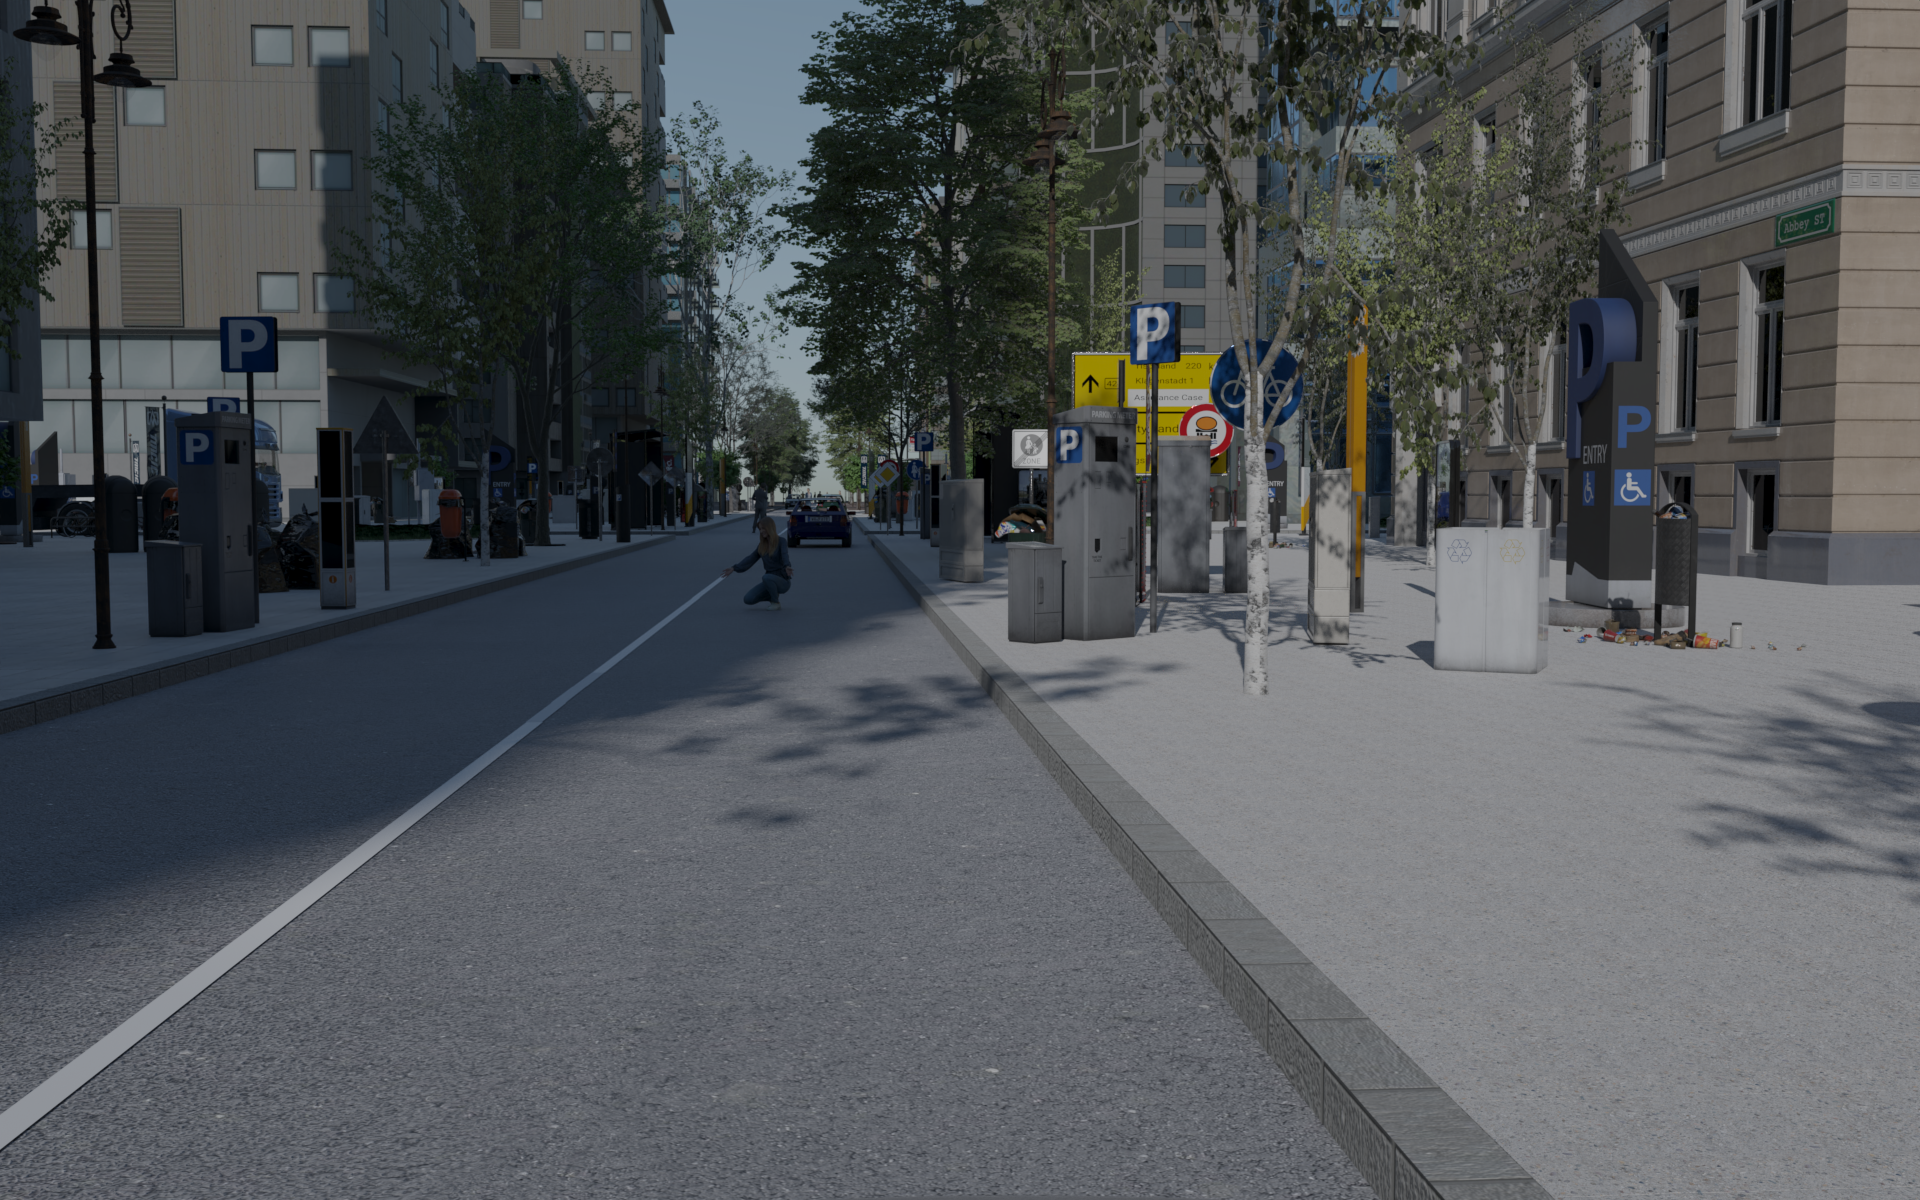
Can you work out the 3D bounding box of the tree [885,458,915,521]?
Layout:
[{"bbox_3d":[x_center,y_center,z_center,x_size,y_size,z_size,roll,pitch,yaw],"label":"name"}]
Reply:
[{"bbox_3d":[-2.804,-5.428,83.353,1.663,3.219,1.824,0,3,0],"label":"tree"}]

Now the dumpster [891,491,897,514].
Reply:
[{"bbox_3d":[-3.348,-5.202,90.804,1.264,1.857,1.865,0,4,-4],"label":"dumpster"}]

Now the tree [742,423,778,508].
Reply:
[{"bbox_3d":[-17.919,-12.779,159.292,4.360,8.622,3.978,0,3,0],"label":"tree"}]

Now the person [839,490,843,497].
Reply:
[{"bbox_3d":[-8.955,-7.310,129.028,0.512,1.701,0.522,1,4,18],"label":"person"}]

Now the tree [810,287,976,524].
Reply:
[{"bbox_3d":[-2.820,-8.591,74.868,8.767,10.594,7.601,1,4,21],"label":"tree"}]

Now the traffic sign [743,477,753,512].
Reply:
[{"bbox_3d":[-15.521,-7.746,126.745,0.768,2.556,0.104,0,4,5],"label":"traffic sign"}]

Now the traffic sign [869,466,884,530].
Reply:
[{"bbox_3d":[-2.832,-3.546,61.625,0.795,2.450,0.064,0,4,-4],"label":"traffic sign"}]

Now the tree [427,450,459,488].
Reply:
[{"bbox_3d":[-23.308,-5.029,76.822,1.663,3.219,1.824,0,3,0],"label":"tree"}]

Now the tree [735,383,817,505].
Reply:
[{"bbox_3d":[-21.727,-17.922,199.674,9.857,13.997,8.962,0,3,0],"label":"tree"}]

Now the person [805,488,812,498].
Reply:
[{"bbox_3d":[-9.833,-6.354,112.411,0.581,1.822,0.654,0,4,-3],"label":"person"}]

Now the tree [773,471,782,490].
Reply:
[{"bbox_3d":[-21.102,-12.489,187.909,4.285,4.588,4.351,0,3,0],"label":"tree"}]

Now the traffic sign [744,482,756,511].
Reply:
[{"bbox_3d":[-15.709,-7.932,129.696,0.884,2.594,0.081,0,4,2],"label":"traffic sign"}]

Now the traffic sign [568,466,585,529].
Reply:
[{"bbox_3d":[-13.886,-3.704,62.697,0.606,2.300,0.079,0,4,-4],"label":"traffic sign"}]

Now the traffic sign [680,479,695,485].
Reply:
[{"bbox_3d":[-15.206,-5.900,96.463,0.884,2.594,0.081,0,4,-1],"label":"traffic sign"}]

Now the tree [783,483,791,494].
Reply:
[{"bbox_3d":[-25.100,-15.359,245.715,1.663,3.219,1.824,0,3,0],"label":"tree"}]

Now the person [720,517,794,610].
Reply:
[{"bbox_3d":[-2.347,-0.452,21.389,1.012,1.151,0.738,3,4,39],"label":"person"}]

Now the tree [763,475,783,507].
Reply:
[{"bbox_3d":[-19.357,-11.110,176.243,1.663,3.219,1.824,0,3,0],"label":"tree"}]

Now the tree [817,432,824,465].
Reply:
[{"bbox_3d":[-25.807,-21.827,263.532,9.857,13.997,8.962,0,3,0],"label":"tree"}]

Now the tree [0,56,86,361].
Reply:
[{"bbox_3d":[-16.577,-4.786,28.614,4.737,8.622,4.395,0,3,0],"label":"tree"}]

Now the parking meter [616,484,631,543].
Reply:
[{"bbox_3d":[-8.920,-2.291,45.866,0.372,1.533,0.369,0,3,0],"label":"parking meter"}]

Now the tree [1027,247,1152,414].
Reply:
[{"bbox_3d":[3.960,-6.230,52.215,4.737,8.622,4.395,0,3,0],"label":"tree"}]

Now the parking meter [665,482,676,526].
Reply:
[{"bbox_3d":[-11.583,-3.890,69.308,0.399,1.863,0.255,0,4,-8],"label":"parking meter"}]

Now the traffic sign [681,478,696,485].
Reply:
[{"bbox_3d":[-15.947,-6.229,101.840,0.884,2.594,0.081,0,4,2],"label":"traffic sign"}]

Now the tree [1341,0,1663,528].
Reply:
[{"bbox_3d":[8.383,-4.611,25.752,4.360,8.622,3.978,0,3,0],"label":"tree"}]

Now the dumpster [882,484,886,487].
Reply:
[{"bbox_3d":[-3.686,-5.644,94.769,1.502,2.255,1.985,0,4,-4],"label":"dumpster"}]

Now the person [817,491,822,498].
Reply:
[{"bbox_3d":[-15.058,-10.890,187.079,0.617,1.759,0.750,2,4,28],"label":"person"}]

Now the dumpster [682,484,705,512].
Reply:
[{"bbox_3d":[-15.065,-5.631,97.817,1.264,1.857,1.865,0,4,-4],"label":"dumpster"}]

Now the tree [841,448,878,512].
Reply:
[{"bbox_3d":[-6.758,-8.531,123.191,4.285,4.588,4.351,0,3,0],"label":"tree"}]

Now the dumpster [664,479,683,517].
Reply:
[{"bbox_3d":[-16.525,-5.876,98.565,1.502,2.255,1.985,0,4,-4],"label":"dumpster"}]

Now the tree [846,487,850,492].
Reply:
[{"bbox_3d":[-13.435,-13.770,219.739,1.663,3.219,1.824,0,3,0],"label":"tree"}]

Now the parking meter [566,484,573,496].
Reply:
[{"bbox_3d":[-22.179,-5.669,98.405,0.399,1.863,0.255,-1,4,-18],"label":"parking meter"}]

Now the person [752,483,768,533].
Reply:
[{"bbox_3d":[-7.375,-3.398,63.859,0.655,1.846,0.447,1,4,14],"label":"person"}]

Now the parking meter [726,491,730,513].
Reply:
[{"bbox_3d":[-15.825,-6.669,117.456,0.372,1.533,0.369,0,3,0],"label":"parking meter"}]

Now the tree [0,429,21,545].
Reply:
[{"bbox_3d":[-24.559,-3.034,44.205,1.663,3.219,1.824,0,3,0],"label":"tree"}]

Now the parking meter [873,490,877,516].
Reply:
[{"bbox_3d":[-4.945,-5.753,102.478,0.372,1.533,0.369,0,3,0],"label":"parking meter"}]

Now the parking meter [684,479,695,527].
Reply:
[{"bbox_3d":[-10.674,-3.825,68.247,0.399,1.863,0.255,0,4,1],"label":"parking meter"}]

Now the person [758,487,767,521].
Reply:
[{"bbox_3d":[-8.809,-4.184,77.006,0.767,1.812,0.694,-1,4,-13],"label":"person"}]

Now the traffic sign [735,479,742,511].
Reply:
[{"bbox_3d":[-16.916,-8.023,131.287,0.768,2.556,0.104,0,4,-2],"label":"traffic sign"}]

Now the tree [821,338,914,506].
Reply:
[{"bbox_3d":[-10.185,-20.248,186.943,12.611,20.169,13.585,0,3,0],"label":"tree"}]

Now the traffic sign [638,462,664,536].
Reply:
[{"bbox_3d":[-9.472,-3.028,53.151,0.795,2.450,0.064,0,4,-4],"label":"traffic sign"}]

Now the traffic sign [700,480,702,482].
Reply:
[{"bbox_3d":[-16.813,-6.991,114.407,0.768,2.556,0.104,0,4,2],"label":"traffic sign"}]

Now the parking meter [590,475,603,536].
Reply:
[{"bbox_3d":[-11.098,-2.888,52.927,0.399,1.863,0.255,-1,4,-14],"label":"parking meter"}]

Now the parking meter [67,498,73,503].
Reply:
[{"bbox_3d":[-31.465,-3.217,61.014,0.372,1.533,0.369,0,3,0],"label":"parking meter"}]

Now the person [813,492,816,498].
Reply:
[{"bbox_3d":[-22.628,-15.942,269.705,0.434,1.755,0.990,0,4,-3],"label":"person"}]

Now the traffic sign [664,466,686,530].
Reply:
[{"bbox_3d":[-10.058,-3.515,61.115,0.795,2.450,0.064,0,4,-4],"label":"traffic sign"}]

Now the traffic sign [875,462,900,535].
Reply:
[{"bbox_3d":[-2.246,-3.059,53.661,0.795,2.450,0.064,0,4,-4],"label":"traffic sign"}]

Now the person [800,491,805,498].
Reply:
[{"bbox_3d":[-20.629,-13.393,227.562,1.348,1.812,0.705,1,4,12],"label":"person"}]

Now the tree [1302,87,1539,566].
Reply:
[{"bbox_3d":[8.220,-4.923,30.856,4.737,8.622,4.395,0,3,0],"label":"tree"}]
